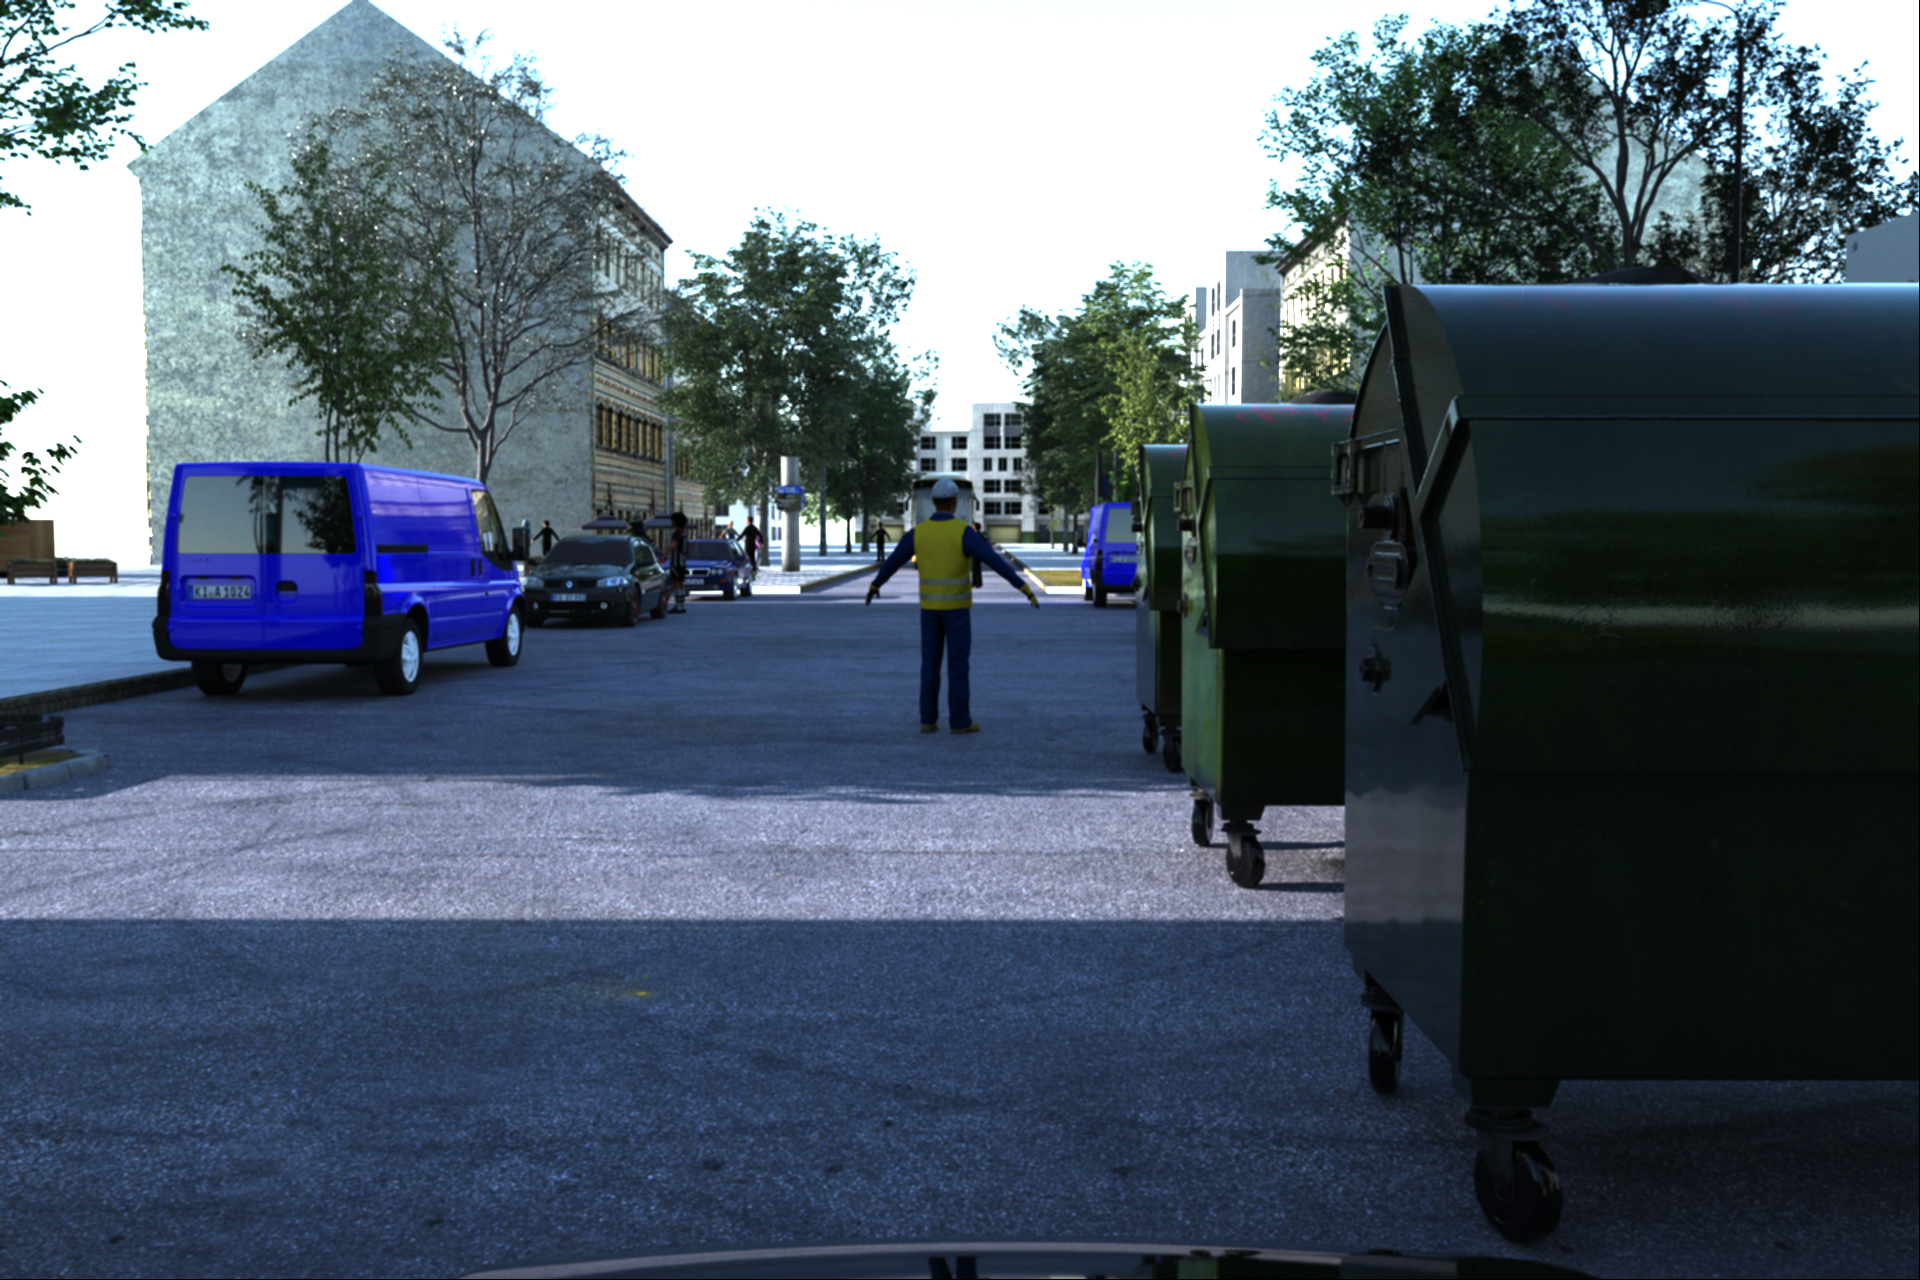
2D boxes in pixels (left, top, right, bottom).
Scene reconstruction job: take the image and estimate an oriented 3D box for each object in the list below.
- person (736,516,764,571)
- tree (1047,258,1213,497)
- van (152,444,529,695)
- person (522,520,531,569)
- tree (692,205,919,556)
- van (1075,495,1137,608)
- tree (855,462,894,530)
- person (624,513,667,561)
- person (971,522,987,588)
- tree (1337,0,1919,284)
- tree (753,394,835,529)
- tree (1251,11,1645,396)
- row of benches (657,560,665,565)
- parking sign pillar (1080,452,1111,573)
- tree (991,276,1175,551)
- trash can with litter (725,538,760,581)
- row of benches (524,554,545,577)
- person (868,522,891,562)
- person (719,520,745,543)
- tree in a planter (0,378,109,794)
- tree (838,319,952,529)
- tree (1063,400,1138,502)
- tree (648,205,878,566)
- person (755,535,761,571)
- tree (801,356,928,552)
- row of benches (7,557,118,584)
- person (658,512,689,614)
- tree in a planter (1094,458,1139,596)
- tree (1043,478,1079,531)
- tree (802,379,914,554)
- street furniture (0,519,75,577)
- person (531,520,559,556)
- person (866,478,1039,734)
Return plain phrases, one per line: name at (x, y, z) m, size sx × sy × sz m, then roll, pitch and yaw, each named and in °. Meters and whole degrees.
person at (-6.198, -2.739, 51.014) m, size 0.704 × 1.802 × 1.346 m, roll 2°, pitch 4°, yaw 35°
tree at (6.964, -9.419, 72.134) m, size 7.486 × 12.596 × 7.792 m, roll 0°, pitch 3°, yaw 0°
van at (-5.785, -0.775, 17.055) m, size 2.240 × 2.365 × 5.245 m, roll 0°, pitch 4°, yaw 1°
person at (-15.976, -3.522, 63.708) m, size 0.704 × 1.817 × 1.347 m, roll -1°, pitch 4°, yaw -20°
tree at (-9.254, -15.006, 101.233) m, size 12.611 × 20.169 × 13.585 m, roll 0°, pitch 3°, yaw 0°
van at (3.559, -1.899, 35.430) m, size 2.240 × 2.365 × 5.245 m, roll 0°, pitch 4°, yaw 0°
tree at (-7.520, -11.350, 135.935) m, size 4.360 × 8.622 × 3.978 m, roll 0°, pitch 3°, yaw 0°
person at (-6.471, -1.628, 34.847) m, size 1.354 × 1.856 × 0.705 m, roll 2°, pitch 4°, yaw 32°
person at (0.364, -2.239, 45.786) m, size 0.721 × 1.740 × 1.216 m, roll 3°, pitch 4°, yaw 38°
tree at (9.888, -5.496, 24.276) m, size 8.767 × 10.594 × 7.601 m, roll 0°, pitch 4°, yaw -8°
tree at (-8.465, -8.140, 83.451) m, size 4.360 × 8.622 × 3.978 m, roll 0°, pitch 3°, yaw 0°
tree at (9.566, -6.624, 34.061) m, size 9.928 × 11.665 × 9.643 m, roll 0°, pitch 3°, yaw 0°
row of benches at (-9.437, -2.001, 48.187) m, size 4.104 × 0.672 × 1.422 m, roll 1°, pitch 4°, yaw 18°
parking sign pillar at (4.724, -4.219, 57.457) m, size 1.447 × 3.967 × 1.447 m, roll 0°, pitch 4°, yaw 1°
tree at (9.051, -16.543, 126.362) m, size 12.611 × 20.169 × 13.585 m, roll 0°, pitch 3°, yaw 0°
trash can with litter at (-6.036, -2.218, 47.644) m, size 1.055 × 1.170 × 0.624 m, roll 0°, pitch 4°, yaw 1°
row of benches at (-14.200, -2.267, 52.524) m, size 4.104 × 0.672 × 1.422 m, roll 0°, pitch 4°, yaw -6°
person at (-3.683, -4.521, 79.860) m, size 1.347 × 1.837 × 0.705 m, roll 3°, pitch 4°, yaw 36°
person at (-9.429, -4.004, 71.322) m, size 1.347 × 1.847 × 0.705 m, roll -3°, pitch 5°, yaw -41°
tree in a planter at (-6.190, -0.781, 9.993) m, size 1.991 × 3.239 × 1.994 m, roll 0°, pitch 4°, yaw 1°
tree at (-6.750, -17.905, 148.628) m, size 12.611 × 20.169 × 13.585 m, roll 0°, pitch 3°, yaw 0°
tree at (7.401, -8.228, 84.893) m, size 4.737 × 8.622 × 4.395 m, roll 0°, pitch 3°, yaw 0°
tree at (-7.950, -9.907, 68.627) m, size 9.857 × 13.997 × 8.962 m, roll 0°, pitch 3°, yaw 0°
person at (-7.024, -3.134, 60.509) m, size 0.599 × 1.433 × 0.991 m, roll -1°, pitch 4°, yaw -8°
tree at (-6.897, -13.420, 126.068) m, size 9.857 × 13.997 × 8.962 m, roll 0°, pitch 3°, yaw 0°
row of benches at (-23.888, -1.791, 44.754) m, size 4.104 × 0.672 × 1.422 m, roll -3°, pitch 4°, yaw -37°
person at (-5.129, -1.391, 31.344) m, size 0.704 × 1.843 × 1.345 m, roll 1°, pitch 4°, yaw 9°
tree in a planter at (3.966, -2.660, 40.710) m, size 1.991 × 3.239 × 1.994 m, roll 0°, pitch 3°, yaw 0°
tree at (8.635, -11.637, 140.628) m, size 4.737 × 8.622 × 4.395 m, roll 0°, pitch 3°, yaw 0°
tree at (-7.181, -11.498, 113.750) m, size 9.928 × 11.665 × 9.643 m, roll 0°, pitch 3°, yaw 0°
street furniture at (-30.541, -2.849, 53.443) m, size 11.010 × 1.723 × 9.812 m, roll 3°, pitch 4°, yaw 39°
person at (-15.918, -3.698, 66.641) m, size 0.705 × 1.806 × 1.347 m, roll 3°, pitch 5°, yaw 40°
person at (-0.095, -0.251, 12.536) m, size 1.349 × 1.833 × 0.705 m, roll 1°, pitch 4°, yaw 21°
